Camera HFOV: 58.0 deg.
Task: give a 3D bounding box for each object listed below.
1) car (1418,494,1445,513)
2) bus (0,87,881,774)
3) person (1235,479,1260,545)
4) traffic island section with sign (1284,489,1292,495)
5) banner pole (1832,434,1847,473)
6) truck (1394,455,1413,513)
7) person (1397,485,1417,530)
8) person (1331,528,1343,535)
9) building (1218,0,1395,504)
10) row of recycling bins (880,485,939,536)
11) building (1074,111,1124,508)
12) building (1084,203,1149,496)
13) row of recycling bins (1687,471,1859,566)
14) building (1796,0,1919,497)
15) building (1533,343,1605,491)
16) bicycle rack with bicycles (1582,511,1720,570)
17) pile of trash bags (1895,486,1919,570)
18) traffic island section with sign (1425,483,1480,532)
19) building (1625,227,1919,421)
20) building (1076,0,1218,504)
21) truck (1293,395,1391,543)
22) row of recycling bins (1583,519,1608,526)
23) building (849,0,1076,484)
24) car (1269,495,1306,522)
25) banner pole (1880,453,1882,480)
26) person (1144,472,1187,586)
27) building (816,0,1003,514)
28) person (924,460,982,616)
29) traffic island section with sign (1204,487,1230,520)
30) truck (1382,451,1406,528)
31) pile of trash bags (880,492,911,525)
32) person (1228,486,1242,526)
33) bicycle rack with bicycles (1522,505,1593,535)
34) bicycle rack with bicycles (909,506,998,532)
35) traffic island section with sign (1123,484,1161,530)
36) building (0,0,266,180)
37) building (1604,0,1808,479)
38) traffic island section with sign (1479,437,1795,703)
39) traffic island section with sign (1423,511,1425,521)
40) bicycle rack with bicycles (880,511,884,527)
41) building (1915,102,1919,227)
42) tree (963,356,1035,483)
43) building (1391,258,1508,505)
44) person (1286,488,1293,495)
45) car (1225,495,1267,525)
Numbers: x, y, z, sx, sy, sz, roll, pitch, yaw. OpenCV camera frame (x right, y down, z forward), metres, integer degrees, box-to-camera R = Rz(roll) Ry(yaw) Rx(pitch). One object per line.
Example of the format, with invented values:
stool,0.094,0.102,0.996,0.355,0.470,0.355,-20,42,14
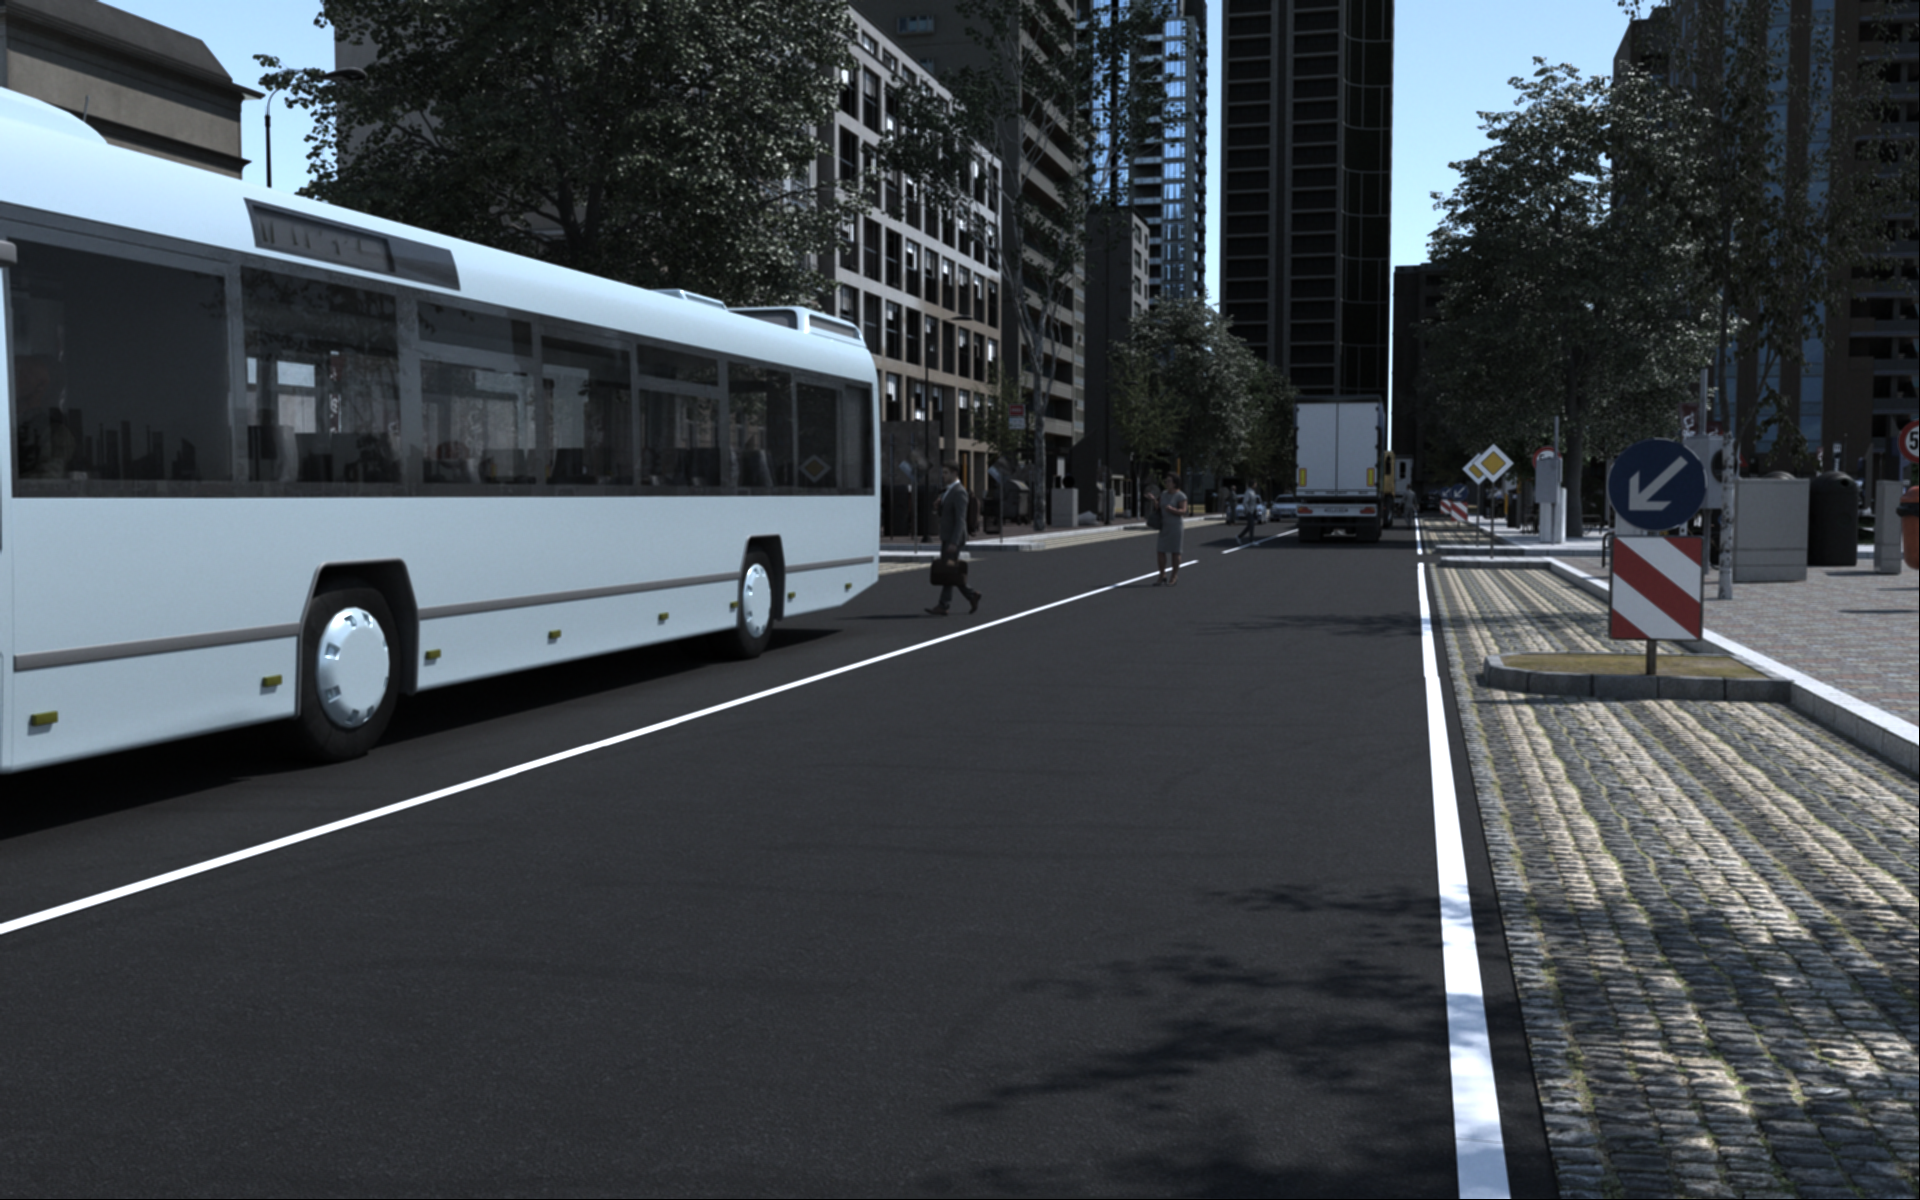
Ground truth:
car,35.512,-7.382,130.489,2.009,1.686,4.222,1,4,15
bus,-3.719,-1.062,12.222,2.948,3.499,13.247,1,4,14
person,8.051,-2.456,48.509,0.795,1.843,0.661,2,4,29
traffic island section with sign,27.221,-8.249,143.495,1.989,1.847,2.006,1,4,15
banner pole,36.746,-5.037,72.368,0.863,3.779,0.401,-1,4,-17
truck,32.993,-8.719,131.463,2.839,4.237,11.283,1,4,14
person,17.978,-3.725,69.519,0.709,1.813,0.853,-1,4,-21
person,13.304,-3.239,61.437,0.573,1.828,0.580,2,4,35
building,44.493,-47.911,221.604,20.611,71.187,20.563,1,4,15
row of recycling bins,-2.355,-2.795,52.811,3.534,1.692,1.069,-1,4,-17
building,-1.789,-28.526,158.283,32.217,40.220,23.993,1,4,15
building,11.743,-24.756,176.458,14.107,30.474,14.160,1,4,15
row of recycling bins,14.390,-1.498,31.599,3.534,1.692,1.069,1,4,20
building,56.712,-28.657,118.659,14.600,45.320,14.200,1,4,15
building,83.316,-22.722,216.543,28.899,21.520,27.650,1,4,15
bicycle rack with bicycles,12.382,-1.000,29.730,2.852,0.926,2.925,-1,4,-13
pile of trash bags,12.097,-0.574,19.135,3.447,1.369,1.912,0,4,-1
traffic island section with sign,18.819,-3.494,65.755,1.989,1.847,2.006,1,4,15
building,69.317,-17.938,138.327,27.650,21.520,28.899,1,4,15
building,19.237,-55.931,227.138,31.000,86.520,22.319,1,4,15
truck,12.076,-4.015,54.553,2.839,4.237,11.283,1,4,14
row of recycling bins,25.516,-3.928,71.341,1.069,1.692,3.534,-3,4,-36
building,-3.500,-31.242,134.507,21.300,48.544,21.600,1,4,15
car,17.213,-4.796,90.412,2.014,1.417,4.499,1,4,16
banner pole,56.012,-7.060,105.449,0.401,3.779,0.863,2,4,29
person,3.175,-1.115,27.087,0.716,1.782,0.532,3,5,44
building,-10.871,-18.097,100.395,19.350,26.468,34.151,1,4,15
person,-0.050,-0.732,20.436,0.822,1.834,0.622,-2,4,-25
traffic island section with sign,14.454,-5.270,94.791,1.989,1.847,2.006,1,4,15
truck,17.799,-4.927,76.477,3.469,3.379,9.791,1,4,16
pile of trash bags,-3.180,-3.777,71.514,3.447,1.369,1.912,2,4,26
person,12.438,-4.264,78.397,0.590,1.801,0.661,0,4,-2
bicycle rack with bicycles,18.933,-2.546,55.012,2.852,0.926,2.925,3,5,43
bicycle rack with bicycles,-0.562,-2.798,59.123,2.852,0.926,2.925,-1,4,-16
traffic island section with sign,7.620,-3.675,68.713,1.989,1.847,2.006,1,4,15
building,-50.360,-15.144,80.890,30.059,22.955,16.112,1,4,15
building,68.067,-31.196,160.159,14.600,45.320,14.200,1,4,15
traffic island section with sign,4.987,-0.265,12.967,1.989,1.847,2.006,1,4,15
traffic island section with sign,25.672,-5.095,91.931,1.989,1.847,2.006,1,4,15
bicycle rack with bicycles,-2.993,-3.242,66.389,2.925,0.926,2.852,1,4,12
building,86.411,-43.649,151.909,20.611,71.187,20.563,1,4,15
tree,2.427,-8.639,91.611,4.737,8.622,4.395,0,3,0
building,60.789,-27.126,215.213,14.107,30.474,14.160,1,4,15
person,21.658,-6.479,114.214,0.659,1.850,0.755,0,4,-6
car,13.757,-4.349,83.111,2.014,1.417,4.499,1,4,13
